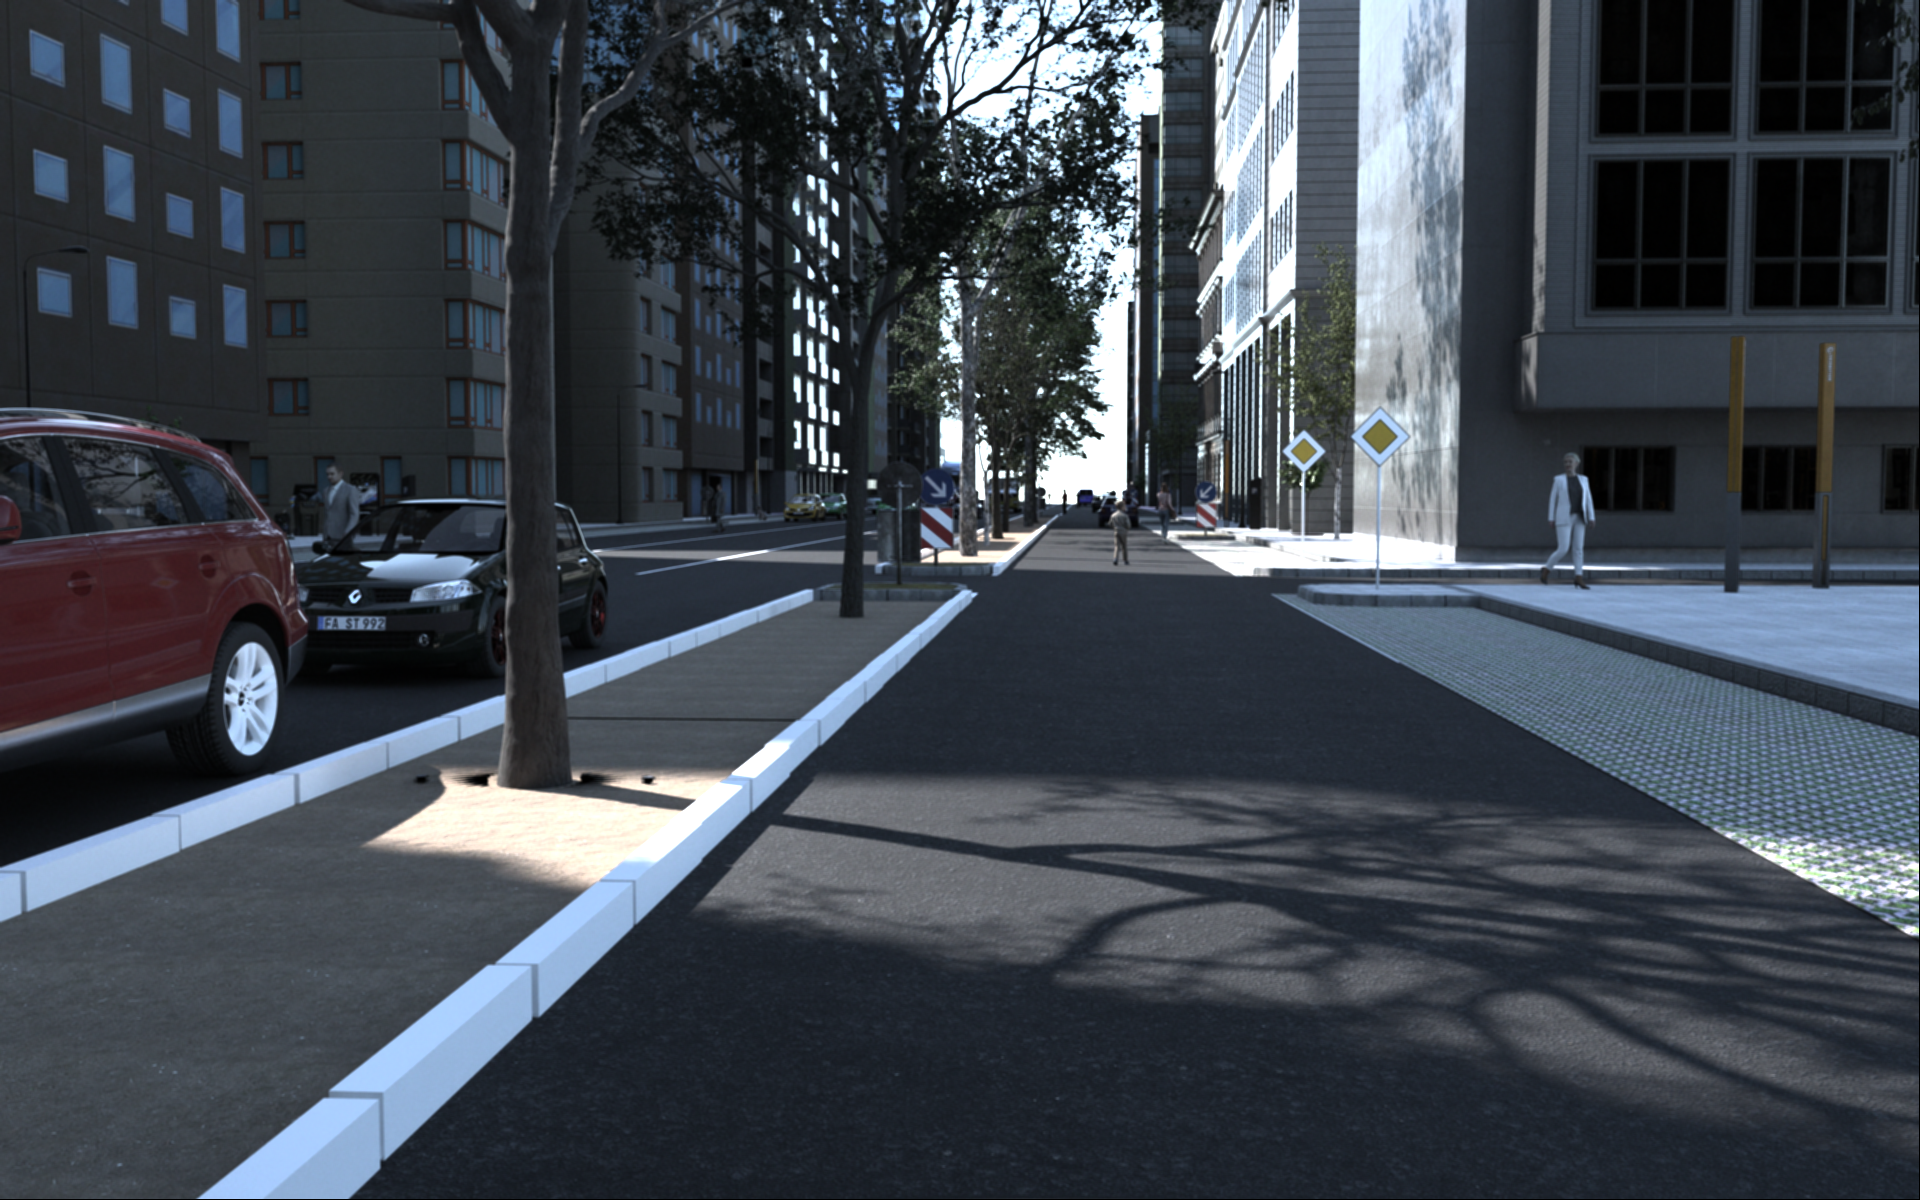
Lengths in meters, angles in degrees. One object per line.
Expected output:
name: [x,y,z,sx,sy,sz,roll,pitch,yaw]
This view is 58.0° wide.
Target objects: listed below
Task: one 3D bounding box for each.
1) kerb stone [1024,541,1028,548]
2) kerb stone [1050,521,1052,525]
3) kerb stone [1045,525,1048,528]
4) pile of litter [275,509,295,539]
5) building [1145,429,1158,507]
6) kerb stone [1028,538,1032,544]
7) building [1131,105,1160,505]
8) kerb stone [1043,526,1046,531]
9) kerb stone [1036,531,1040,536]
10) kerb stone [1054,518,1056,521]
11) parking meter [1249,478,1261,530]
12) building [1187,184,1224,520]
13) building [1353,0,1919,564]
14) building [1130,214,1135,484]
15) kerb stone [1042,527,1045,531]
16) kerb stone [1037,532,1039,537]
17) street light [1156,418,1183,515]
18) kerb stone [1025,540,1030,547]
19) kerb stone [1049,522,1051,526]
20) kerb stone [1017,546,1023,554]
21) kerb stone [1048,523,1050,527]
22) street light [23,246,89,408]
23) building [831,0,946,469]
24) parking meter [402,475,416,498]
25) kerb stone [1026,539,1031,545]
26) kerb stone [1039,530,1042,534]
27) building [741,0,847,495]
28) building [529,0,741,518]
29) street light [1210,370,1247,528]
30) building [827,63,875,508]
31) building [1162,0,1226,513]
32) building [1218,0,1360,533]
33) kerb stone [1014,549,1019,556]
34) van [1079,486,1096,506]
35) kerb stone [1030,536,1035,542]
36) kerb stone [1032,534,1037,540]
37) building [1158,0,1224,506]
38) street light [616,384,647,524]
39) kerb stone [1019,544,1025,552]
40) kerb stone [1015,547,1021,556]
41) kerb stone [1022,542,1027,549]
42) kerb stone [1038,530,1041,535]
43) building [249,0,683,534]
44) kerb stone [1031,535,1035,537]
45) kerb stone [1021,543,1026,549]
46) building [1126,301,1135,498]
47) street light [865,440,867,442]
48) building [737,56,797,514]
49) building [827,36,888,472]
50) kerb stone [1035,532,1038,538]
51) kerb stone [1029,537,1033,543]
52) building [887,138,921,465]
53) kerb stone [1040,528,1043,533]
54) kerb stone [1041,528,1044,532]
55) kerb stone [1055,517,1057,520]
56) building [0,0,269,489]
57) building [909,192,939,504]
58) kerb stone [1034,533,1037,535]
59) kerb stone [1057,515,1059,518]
kerb stone: [1.625,-1.373,44.651,0.120,0.150,1.000,0,4,4]
kerb stone: [3.814,-3.245,75.309,0.120,0.150,1.000,0,4,4]
kerb stone: [3.230,-2.739,67.130,0.120,0.150,1.000,0,4,4]
pile of litter: [-19.432,-2.144,49.024,1.176,0.858,1.719,-1,4,-13]
building: [29.569,-52.055,163.768,22.319,86.520,31.000,0,4,4]
kerb stone: [1.845,-1.561,47.716,0.120,0.150,1.000,0,4,4]
building: [27.423,-33.624,199.866,14.600,45.320,14.200,0,4,4]
kerb stone: [3.008,-2.560,64.067,0.120,0.150,1.000,0,4,4]
kerb stone: [2.428,-2.061,55.892,0.120,0.150,1.000,0,4,4]
kerb stone: [4.537,-3.872,85.544,0.120,0.150,1.000,0,4,4]
parking meter: [10.631,-3.470,62.439,0.399,1.863,0.255,2,4,26]
building: [18.339,-14.100,95.156,10.561,19.102,19.286,0,4,4]
building: [24.524,-13.266,35.968,30.058,24.678,14.314,0,4,4]
building: [34.492,-35.521,235.395,22.147,44.769,28.867,0,4,4]
kerb stone: [2.865,-2.426,62.020,0.120,0.150,1.000,0,4,4]
kerb stone: [2.352,-1.999,54.873,0.120,0.150,1.000,0,4,4]
street light: [12.946,-8.161,105.979,1.470,5.913,1.316,0,4,4]
kerb stone: [1.699,-1.436,45.677,0.120,0.150,1.000,0,4,4]
kerb stone: [3.663,-3.124,73.270,0.120,0.150,1.000,0,4,4]
kerb stone: [1.341,-1.123,40.557,0.120,0.150,1.000,0,4,4]
kerb stone: [3.519,-2.999,71.226,0.120,0.150,1.000,0,4,4]
street light: [-17.028,-3.676,32.645,1.470,5.913,1.316,0,4,4]
building: [-12.740,-57.314,249.754,22.319,86.520,31.000,0,4,4]
parking meter: [-16.850,-2.890,52.968,0.399,1.863,0.255,2,4,34]
kerb stone: [1.769,-1.498,46.696,0.120,0.150,1.000,0,4,4]
kerb stone: [2.574,-2.183,57.931,0.120,0.150,1.000,0,4,4]
building: [-21.861,-31.695,137.826,23.786,49.044,30.456,0,4,4]
building: [-20.643,-27.424,98.496,14.600,45.320,14.200,0,4,4]
street light: [10.102,-5.666,65.183,1.470,5.913,1.316,0,4,4]
building: [-15.685,-29.133,159.911,14.154,41.232,14.086,0,4,4]
building: [30.817,-26.327,122.322,32.217,40.220,23.993,0,4,4]
building: [17.294,-17.900,70.158,11.434,29.767,29.804,0,4,4]
kerb stone: [1.188,-0.998,38.513,0.120,0.150,1.000,0,4,4]
van: [14.920,-12.224,204.249,2.240,2.365,5.245,0,4,5]
kerb stone: [1.997,-1.678,49.764,0.120,0.150,1.000,0,4,4]
kerb stone: [2.139,-1.811,51.806,0.120,0.150,1.000,0,4,4]
building: [23.341,-28.062,142.401,14.154,41.232,14.086,0,4,4]
street light: [-13.944,-6.177,73.535,1.470,5.913,1.316,0,4,4]
kerb stone: [1.411,-1.186,41.579,0.120,0.150,1.000,0,4,4]
kerb stone: [1.261,-1.061,39.536,0.120,0.150,1.000,0,4,4]
kerb stone: [1.555,-1.311,43.627,0.120,0.150,1.000,0,4,4]
kerb stone: [2.497,-2.119,56.912,0.120,0.150,1.000,0,4,4]
building: [-28.287,-13.771,70.196,27.650,21.520,28.899,0,4,4]
kerb stone: [2.066,-1.749,50.783,0.120,0.150,1.000,0,4,4]
kerb stone: [1.472,-1.242,42.600,0.120,0.150,1.000,0,4,4]
building: [31.710,-29.714,257.530,14.160,30.474,14.107,0,4,4]
street light: [-8.720,-10.865,150.182,1.470,5.913,1.316,0,4,4]
building: [-19.033,-21.029,115.531,14.160,30.474,14.107,0,4,4]
building: [-15.001,-32.063,174.341,14.600,45.320,14.200,0,4,4]
kerb stone: [2.286,-1.936,53.853,0.120,0.150,1.000,0,4,4]
kerb stone: [1.915,-1.623,48.736,0.120,0.150,1.000,0,4,4]
building: [-16.422,-33.728,206.076,22.147,44.769,28.867,0,4,4]
kerb stone: [2.715,-2.309,59.974,0.120,0.150,1.000,0,4,4]
kerb stone: [2.792,-2.369,61.000,0.120,0.150,1.000,0,4,4]
kerb stone: [4.693,-4.000,87.588,0.120,0.150,1.000,0,4,4]
building: [-26.369,-23.832,39.765,14.600,45.320,14.200,0,4,4]
building: [-10.378,-33.322,228.411,14.154,41.232,14.086,0,4,4]
kerb stone: [2.207,-1.867,52.827,0.120,0.150,1.000,0,4,4]
kerb stone: [5.264,-4.496,95.769,0.120,0.150,1.000,0,4,4]
